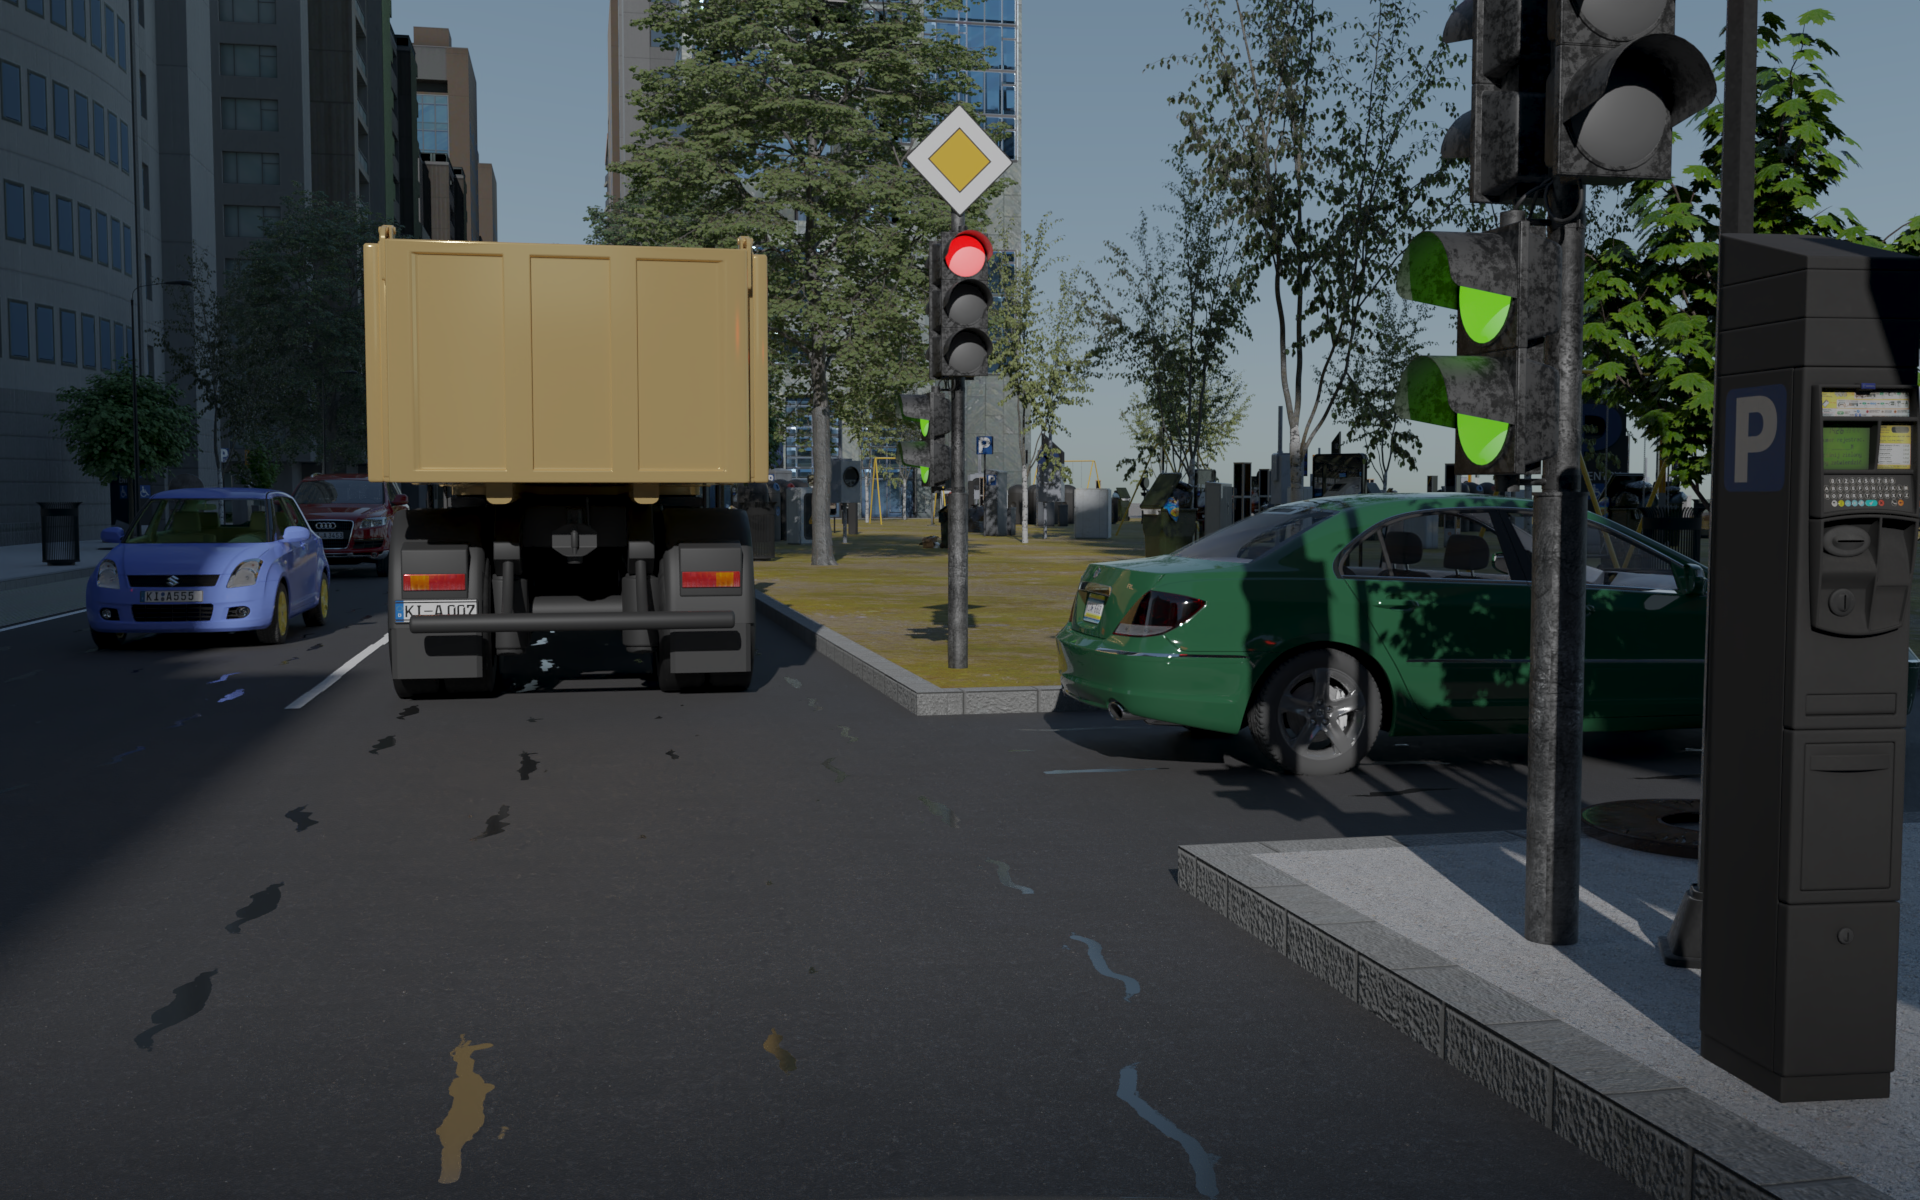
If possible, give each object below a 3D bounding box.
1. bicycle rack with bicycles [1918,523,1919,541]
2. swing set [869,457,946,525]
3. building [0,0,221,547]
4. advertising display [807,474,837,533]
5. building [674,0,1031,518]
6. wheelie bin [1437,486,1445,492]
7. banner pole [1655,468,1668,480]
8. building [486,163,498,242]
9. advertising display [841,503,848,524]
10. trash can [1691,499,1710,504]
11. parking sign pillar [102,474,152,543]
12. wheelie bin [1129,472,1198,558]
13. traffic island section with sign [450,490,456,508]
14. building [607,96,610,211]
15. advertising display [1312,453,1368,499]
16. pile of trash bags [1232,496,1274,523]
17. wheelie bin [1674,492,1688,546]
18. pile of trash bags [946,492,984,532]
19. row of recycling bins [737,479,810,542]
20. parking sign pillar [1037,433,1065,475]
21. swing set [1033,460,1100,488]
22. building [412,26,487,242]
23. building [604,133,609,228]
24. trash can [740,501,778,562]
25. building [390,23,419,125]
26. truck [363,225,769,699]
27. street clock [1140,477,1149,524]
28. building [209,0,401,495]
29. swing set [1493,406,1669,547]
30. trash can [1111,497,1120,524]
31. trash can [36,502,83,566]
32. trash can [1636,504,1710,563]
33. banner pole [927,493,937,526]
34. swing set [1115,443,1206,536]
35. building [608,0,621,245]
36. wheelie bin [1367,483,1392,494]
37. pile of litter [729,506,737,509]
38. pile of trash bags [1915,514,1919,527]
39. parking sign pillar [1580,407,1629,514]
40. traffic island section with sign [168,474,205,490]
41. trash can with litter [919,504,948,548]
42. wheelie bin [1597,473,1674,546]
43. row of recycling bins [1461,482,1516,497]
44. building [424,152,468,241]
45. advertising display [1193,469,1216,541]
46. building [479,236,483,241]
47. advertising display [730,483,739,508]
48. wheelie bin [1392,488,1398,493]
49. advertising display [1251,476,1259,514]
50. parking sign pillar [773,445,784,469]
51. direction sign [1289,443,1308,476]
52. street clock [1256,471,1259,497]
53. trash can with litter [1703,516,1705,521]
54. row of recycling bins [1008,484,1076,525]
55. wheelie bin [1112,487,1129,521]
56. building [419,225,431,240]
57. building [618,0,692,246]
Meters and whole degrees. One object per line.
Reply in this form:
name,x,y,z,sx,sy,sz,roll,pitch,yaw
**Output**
bicycle rack with bicycles,24.369,-1.964,45.498,2.925,0.926,2.852,2,4,25
swing set,-2.361,-4.694,74.363,3.119,2.851,2.862,-1,4,-13
building,-34.658,-30.871,46.747,21.231,58.520,28.212,-1,4,-12
advertising display,-4.520,-3.151,56.740,0.974,1.923,0.123,-1,4,-20
building,-8.401,-48.423,104.381,22.319,86.520,31.000,-1,4,-12
wheelie bin,18.914,-3.642,67.461,0.980,1.594,0.693,-3,4,-38
banner pole,25.660,-4.474,63.165,0.863,3.779,0.401,-2,4,-24
building,-67.872,-35.292,227.134,14.600,45.320,14.200,-1,4,-12
advertising display,-4.803,-4.217,74.155,0.123,1.923,0.974,-3,4,-37
trash can,21.592,-2.359,50.225,0.748,1.137,0.748,0,3,0
parking sign pillar,-22.065,-3.521,46.039,1.447,3.967,1.447,2,4,34
wheelie bin,3.071,-1.074,25.472,0.693,1.594,0.980,-1,4,-23
traffic island section with sign,-30.919,-5.983,106.445,1.989,1.847,2.006,-1,4,-12
building,-26.241,-34.292,184.375,21.300,48.544,21.600,-1,4,-12
advertising display,6.010,-1.361,27.463,0.123,1.923,0.974,-3,5,-41
pile of trash bags,7.629,-2.216,45.981,1.912,1.369,3.447,1,4,16
wheelie bin,17.390,-2.120,42.577,0.980,1.594,0.693,0,4,2
pile of trash bags,0.344,-3.050,59.621,1.912,1.369,3.447,-2,4,-25
row of recycling bins,-5.118,-2.471,47.510,1.069,1.692,3.534,1,4,20
parking sign pillar,3.980,-5.353,75.994,1.447,3.967,1.447,-3,5,-43
swing set,5.072,-5.091,80.852,3.119,2.851,2.862,2,4,29
building,-54.673,-31.801,170.061,14.600,45.320,14.200,-1,4,-12
building,-31.516,-33.945,209.628,22.147,44.769,28.867,-1,4,-12
trash can,-3.843,-1.311,33.083,0.748,1.137,0.748,0,3,0
building,-39.847,-20.242,102.663,14.160,30.474,14.107,-1,4,-12
truck,-3.524,-1.223,15.915,3.469,3.379,9.791,-1,4,-12
street clock,7.960,-4.295,74.791,0.358,2.002,0.471,3,4,37
building,-36.974,-24.768,88.559,14.154,41.232,14.086,-1,4,-12
swing set,8.384,-1.495,22.066,3.119,2.851,2.862,-2,4,-26
trash can,6.432,-3.801,73.793,0.748,1.137,0.748,0,3,0
trash can,-16.173,-1.192,31.136,0.748,1.137,0.748,0,3,0
trash can,7.903,-0.465,19.255,0.748,1.137,0.748,0,3,0
banner pole,-1.109,-4.896,70.063,0.401,3.779,0.863,-1,4,-9
swing set,6.655,-3.433,53.757,2.862,2.851,3.119,2,4,28
building,-24.034,-30.851,154.524,14.600,45.320,14.200,-1,4,-12
wheelie bin,11.313,-2.444,47.870,0.693,1.594,0.980,3,5,43
pile of litter,-8.154,-3.068,64.119,1.176,0.858,1.719,2,4,30
pile of trash bags,36.421,-3.498,66.945,3.447,1.369,1.912,-3,4,-38
parking sign pillar,13.737,-2.997,37.478,1.447,3.967,1.447,1,4,11
traffic island section with sign,-14.699,-1.480,32.825,1.989,1.847,2.006,-1,4,-12
trash can with litter,-0.458,-1.806,40.910,1.055,1.170,0.624,1,4,19
wheelie bin,10.029,-1.105,25.983,0.980,1.594,0.693,-2,4,-27
row of recycling bins,17.882,-3.216,59.691,3.534,1.692,1.069,-3,4,-39
building,-48.820,-22.842,145.172,14.160,30.474,14.107,-1,4,-12
advertising display,6.318,-2.418,44.749,0.123,1.923,0.974,3,4,39
building,-58.164,-25.261,184.721,14.160,30.474,14.107,-1,4,-12
advertising display,-9.299,-4.170,73.401,0.974,1.923,0.123,-3,5,-44
wheelie bin,21.504,-4.803,86.442,0.693,1.594,0.980,2,4,32
advertising display,10.632,-3.442,61.492,0.123,1.923,0.974,-3,5,-42
parking sign pillar,-6.303,-4.245,57.879,1.447,3.967,1.447,1,4,14
direction sign,14.936,-5.167,76.484,0.876,3.537,0.379,3,4,36
street clock,9.332,-2.992,53.496,0.358,2.002,0.471,2,4,32
trash can with litter,36.181,-4.385,83.083,1.055,1.170,0.624,2,4,33
row of recycling bins,3.559,-4.070,73.655,3.534,1.692,1.069,-3,4,-37
wheelie bin,7.602,-4.530,81.980,0.980,1.594,0.693,-3,4,-37
building,-51.033,-16.967,122.457,27.650,21.520,28.899,-1,4,-12
building,-15.637,-36.202,133.904,21.231,58.520,28.212,-1,4,-12
